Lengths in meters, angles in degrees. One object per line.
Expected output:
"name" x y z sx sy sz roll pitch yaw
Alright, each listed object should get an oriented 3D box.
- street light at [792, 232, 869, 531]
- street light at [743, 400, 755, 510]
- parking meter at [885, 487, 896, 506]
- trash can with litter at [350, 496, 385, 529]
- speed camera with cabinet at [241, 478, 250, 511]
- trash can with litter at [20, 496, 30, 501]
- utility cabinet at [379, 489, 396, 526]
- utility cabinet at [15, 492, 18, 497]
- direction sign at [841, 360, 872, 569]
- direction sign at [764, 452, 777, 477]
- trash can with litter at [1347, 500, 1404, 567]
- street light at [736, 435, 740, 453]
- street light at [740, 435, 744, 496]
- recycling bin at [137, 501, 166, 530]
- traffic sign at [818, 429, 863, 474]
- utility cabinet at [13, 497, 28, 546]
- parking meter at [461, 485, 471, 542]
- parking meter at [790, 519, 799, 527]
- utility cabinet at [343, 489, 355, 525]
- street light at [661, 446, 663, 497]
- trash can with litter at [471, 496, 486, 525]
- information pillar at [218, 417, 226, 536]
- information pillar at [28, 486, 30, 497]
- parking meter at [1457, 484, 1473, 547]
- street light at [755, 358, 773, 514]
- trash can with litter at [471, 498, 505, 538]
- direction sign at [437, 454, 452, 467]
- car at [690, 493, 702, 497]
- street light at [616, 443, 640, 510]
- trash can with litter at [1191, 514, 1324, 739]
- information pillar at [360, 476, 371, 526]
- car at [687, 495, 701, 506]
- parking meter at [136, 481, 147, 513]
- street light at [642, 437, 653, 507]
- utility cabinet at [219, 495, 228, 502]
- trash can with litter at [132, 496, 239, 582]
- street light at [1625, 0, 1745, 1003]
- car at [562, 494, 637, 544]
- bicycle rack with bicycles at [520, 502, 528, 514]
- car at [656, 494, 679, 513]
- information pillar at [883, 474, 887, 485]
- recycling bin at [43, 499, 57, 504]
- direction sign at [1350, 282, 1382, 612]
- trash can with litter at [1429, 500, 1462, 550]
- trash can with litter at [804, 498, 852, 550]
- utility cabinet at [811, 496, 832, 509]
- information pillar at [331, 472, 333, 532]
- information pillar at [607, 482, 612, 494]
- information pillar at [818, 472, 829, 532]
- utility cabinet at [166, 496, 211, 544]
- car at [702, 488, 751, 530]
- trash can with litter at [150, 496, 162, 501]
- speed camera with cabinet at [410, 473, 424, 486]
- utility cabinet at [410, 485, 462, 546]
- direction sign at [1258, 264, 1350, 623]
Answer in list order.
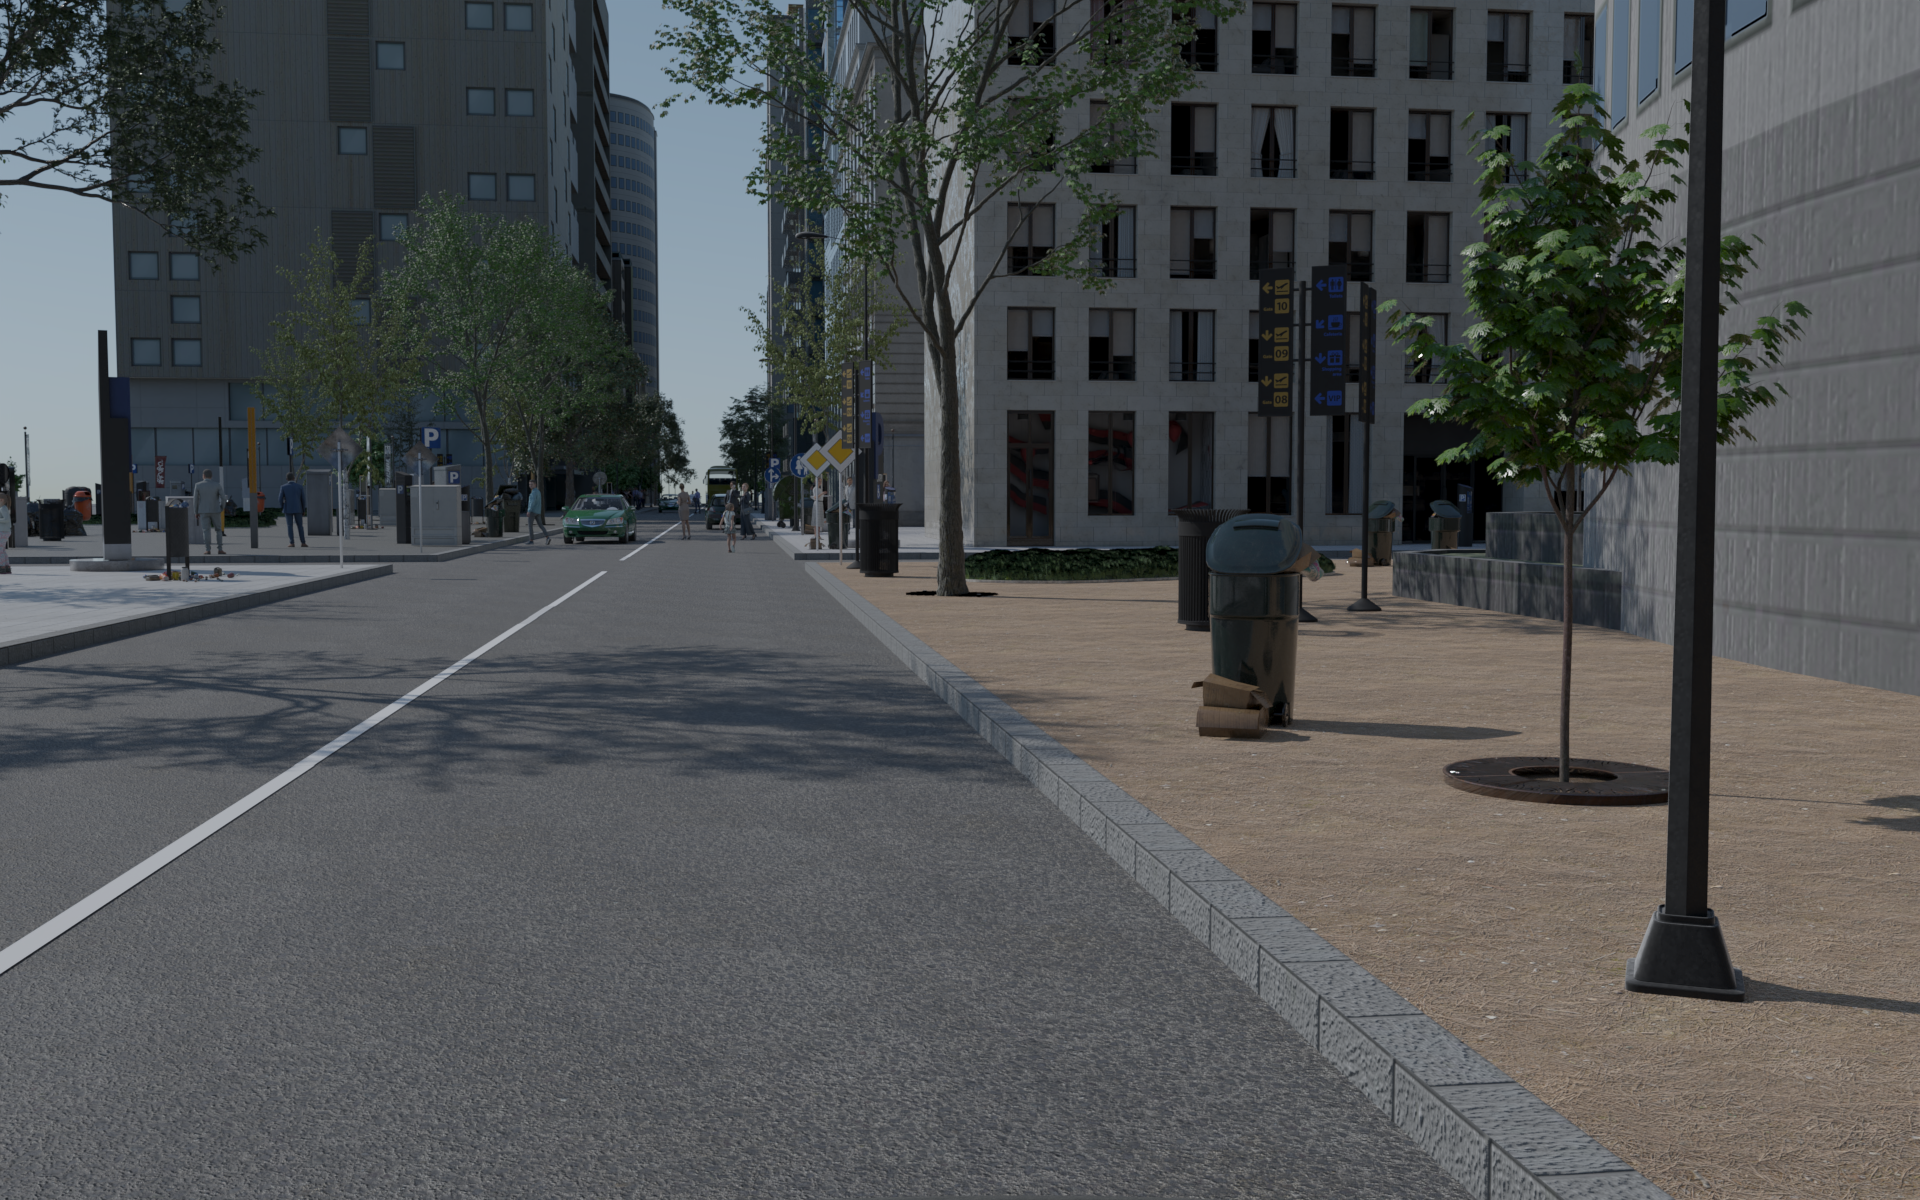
"street light" -2.214 -3.570 30.912 1.470 5.913 1.316 0 4 -8
"street light" -9.868 -6.944 86.074 1.470 5.913 1.316 0 4 -8
"parking meter" -2.335 -3.032 57.990 0.372 1.533 0.369 0 3 0
"trash can with litter" -21.880 -3.250 64.200 1.678 1.210 2.233 0 4 8
"speed camera with cabinet" -40.918 -6.435 99.542 0.660 3.252 2.038 -1 4 -19
"trash can with litter" -39.982 -3.886 74.591 2.233 1.210 1.678 0 4 0
"utility cabinet" -22.558 -3.700 69.167 1.173 1.500 0.318 -1 4 -11
"utility cabinet" -49.671 -4.980 90.103 1.173 1.500 0.318 -3 4 -36
"direction sign" -1.766 -2.305 29.677 0.379 3.537 0.876 -3 4 -38
"direction sign" -10.128 -6.182 93.066 0.379 3.537 0.876 2 4 34
"trash can with litter" 7.355 -1.184 30.741 0.624 1.170 1.055 3 5 43
"street light" -16.504 -9.951 135.244 1.470 5.913 1.316 0 4 -8
"street light" -13.368 -8.572 112.701 1.470 5.913 1.316 0 4 -8
"recycling bin" -29.139 -3.054 62.483 0.722 1.027 0.722 1 4 10
"traffic sign" -2.125 -1.770 31.138 0.795 2.593 0.064 0 4 -8
"utility cabinet" -23.306 -1.921 42.578 0.306 1.237 1.020 0 4 -4
"parking meter" -13.180 -2.295 45.937 0.372 1.533 0.369 0 3 0
"parking meter" -6.478 -3.629 67.741 0.372 1.533 0.369 0 3 0
"utility cabinet" -25.505 -3.892 72.307 0.318 1.500 1.173 -1 4 -11
"street light" -29.402 -11.943 167.810 1.470 5.913 1.316 0 4 -8
"trash can with litter" -20.772 -3.811 73.368 2.233 1.210 1.678 1 4 9
"information pillar" -22.421 -3.745 52.585 0.183 3.616 0.504 -1 4 -21
"information pillar" -57.921 -7.112 107.635 0.183 3.616 0.504 -3 4 -39
"parking meter" 12.283 -2.062 42.129 0.372 1.533 0.369 0 3 0
"street light" -6.190 -5.317 59.472 1.470 5.913 1.316 0 4 -8
"trash can with litter" -13.975 -2.435 51.197 1.055 1.170 0.624 1 4 21
"direction sign" -29.075 -6.470 97.778 0.876 3.537 0.379 -3 4 -38
"car" -38.819 -14.931 253.154 2.155 1.783 4.494 -1 4 -8
"street light" -22.085 -8.672 114.333 1.470 5.913 1.316 0 4 -8
"trash can with litter" 1.620 0.118 9.455 0.624 1.170 1.055 1 4 17
"information pillar" -23.609 -3.932 68.773 0.304 2.012 0.304 1 4 8
"car" -30.981 -11.514 200.609 2.083 1.381 4.827 0 4 -6
"parking meter" -37.566 -4.513 79.497 0.399 1.863 0.255 0 4 8
"street light" -25.651 -10.300 140.951 1.470 5.913 1.316 0 4 -8
"utility cabinet" -35.162 -4.335 82.043 1.020 1.237 0.306 1 4 23
"trash can with litter" -11.555 -0.931 26.278 1.678 1.210 2.233 0 4 6
"street light" 1.362 -1.942 4.295 1.470 5.913 1.316 0 4 -8
"car" -10.663 -2.426 51.455 2.131 1.459 4.920 0 4 -6
"bicycle rack with bicycles" -28.036 -5.885 109.604 2.925 0.926 2.852 2 4 29
"car" -22.335 -7.453 133.650 2.131 1.459 4.920 -1 4 -9
"information pillar" -2.822 -3.568 62.824 0.304 2.012 0.304 -1 4 -9
"recycling bin" -49.588 -5.017 94.588 0.722 1.027 0.722 -1 4 -19
"direction sign" 4.447 -1.649 18.953 0.379 3.537 0.876 1 4 23
"trash can with litter" 8.992 -1.232 31.535 0.624 1.170 1.055 -1 4 -14
"trash can with litter" -3.053 -1.756 40.104 1.055 1.170 0.624 -1 4 -14
"utility cabinet" -5.704 -3.679 71.313 1.020 1.237 0.306 3 5 44
"information pillar" -21.348 -3.297 58.398 0.304 2.012 0.304 -2 4 -33
"information pillar" -21.965 -6.366 108.578 0.304 2.012 0.304 -1 4 -10
"information pillar" -4.655 -3.310 58.608 0.304 2.012 0.304 -3 5 -43
"utility cabinet" -19.941 -2.056 44.774 1.020 1.237 0.306 -3 4 -36
"car" -9.554 -3.740 70.943 2.009 1.686 4.222 -1 4 -9
"trash can with litter" -45.348 -5.261 97.412 0.624 1.170 1.055 0 4 -2
"speed camera with cabinet" -24.632 -5.259 80.318 2.038 3.252 0.660 -3 5 -41
"utility cabinet" -12.851 -2.067 42.478 1.173 1.500 0.318 0 4 6
"direction sign" 3.415 -1.551 17.354 0.876 3.537 0.379 2 4 25
